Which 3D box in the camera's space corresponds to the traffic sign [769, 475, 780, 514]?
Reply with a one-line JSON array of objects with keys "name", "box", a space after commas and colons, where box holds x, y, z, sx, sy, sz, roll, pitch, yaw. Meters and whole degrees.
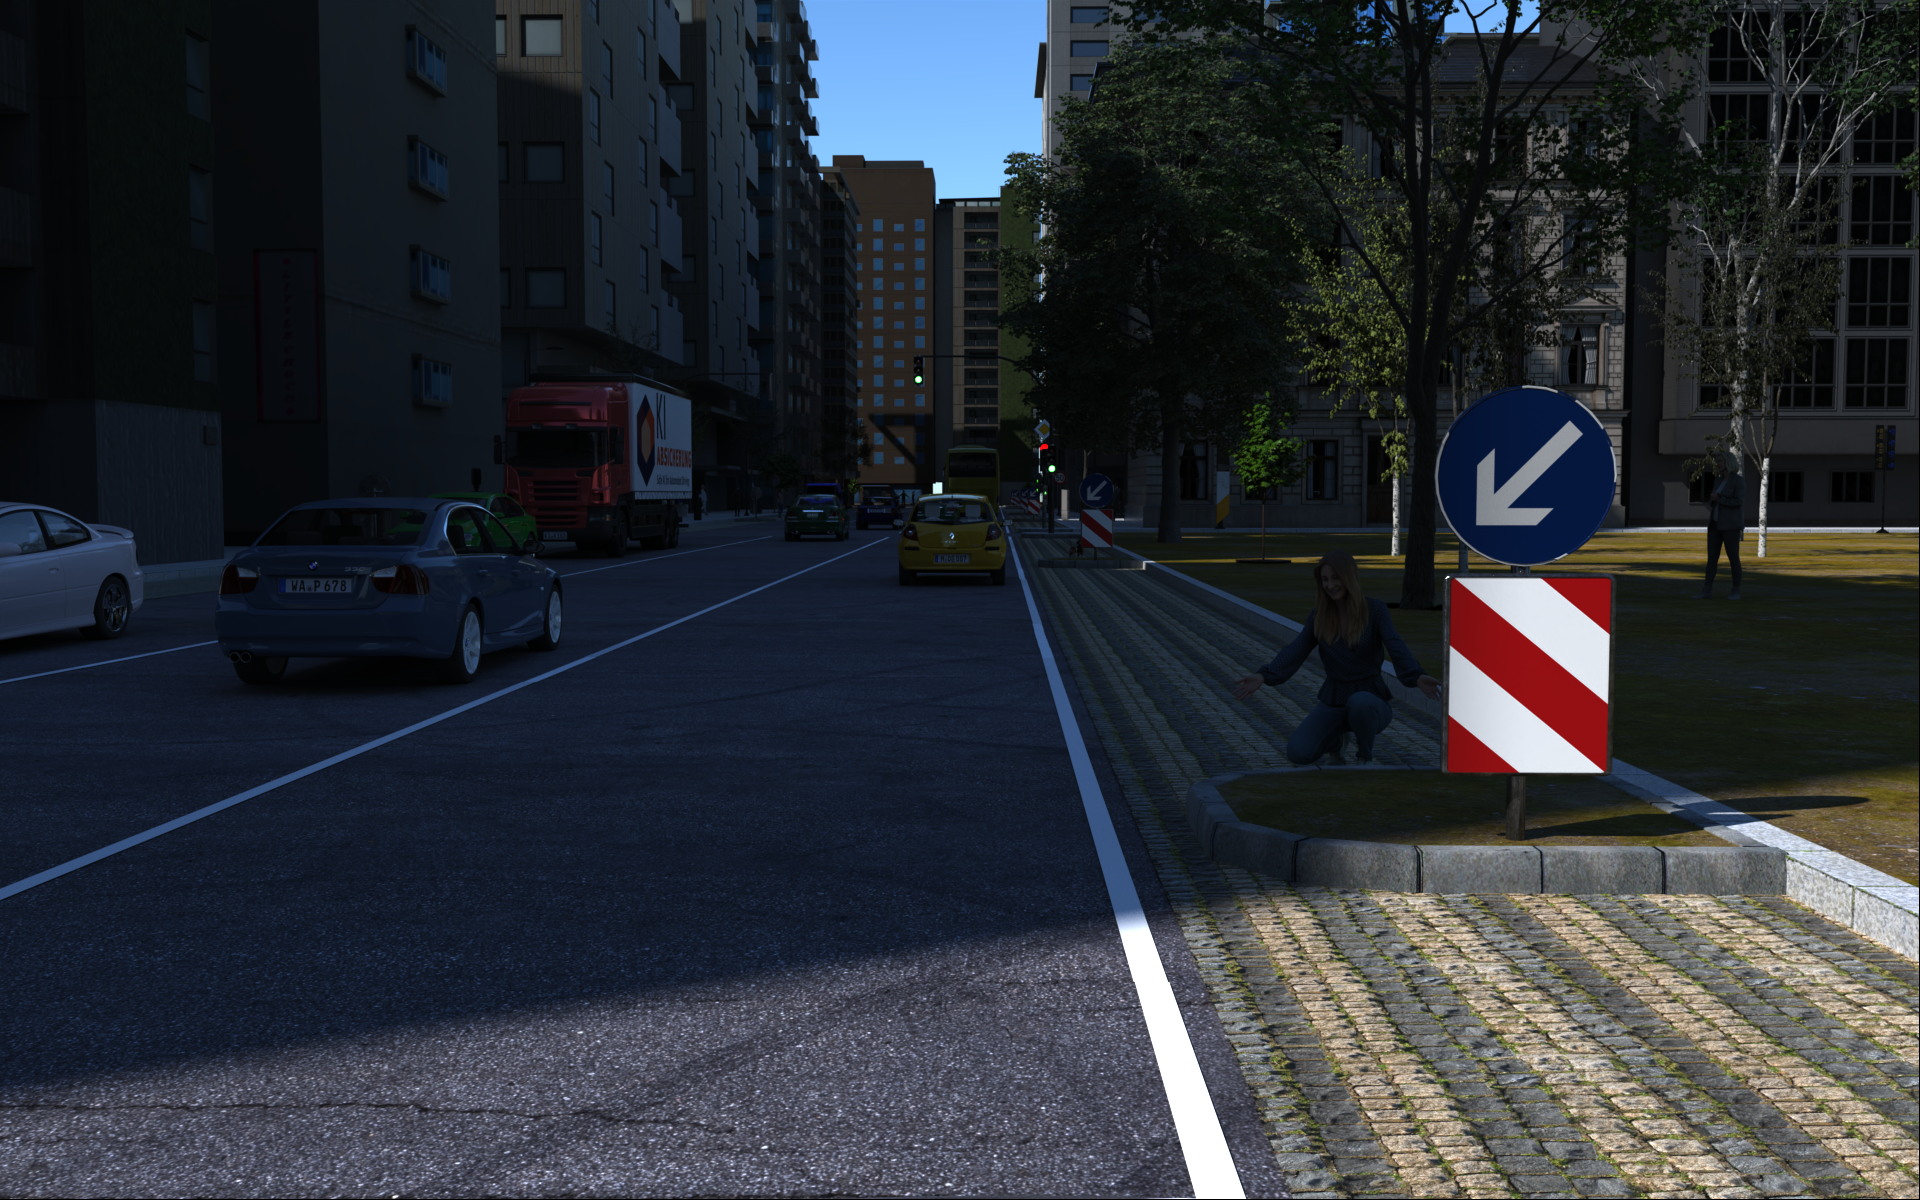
[{"name": "traffic sign", "box": [-12.137, -6.918, 113.214, 0.768, 2.556, 0.104, 0, 4, 4]}]

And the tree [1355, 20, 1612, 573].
[{"name": "tree", "box": [8.238, -4.716, 27.472, 4.360, 8.622, 3.978, 0, 3, 0]}]

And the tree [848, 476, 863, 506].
[{"name": "tree", "box": [-11.107, -11.607, 184.377, 1.663, 3.219, 1.824, 0, 3, 0]}]

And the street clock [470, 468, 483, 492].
[{"name": "street clock", "box": [-13.603, -2.702, 48.748, 0.358, 2.002, 0.471, -1, 4, -22]}]

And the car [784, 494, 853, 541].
[{"name": "car", "box": [-4.435, -2.583, 54.025, 2.131, 1.459, 4.920, 0, 4, -1]}]

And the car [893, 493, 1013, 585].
[{"name": "car", "box": [-0.118, -1.124, 28.605, 2.015, 1.641, 3.980, 0, 4, 0]}]

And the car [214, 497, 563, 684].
[{"name": "car", "box": [-4.558, -0.144, 14.354, 2.014, 1.417, 4.499, 0, 4, 0]}]

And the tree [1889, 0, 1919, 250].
[{"name": "tree", "box": [18.861, -7.307, 26.131, 9.857, 13.997, 8.962, 0, 3, 0]}]

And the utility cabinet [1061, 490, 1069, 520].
[{"name": "utility cabinet", "box": [5.231, -4.712, 85.717, 0.318, 1.500, 1.173, 1, 4, 9]}]

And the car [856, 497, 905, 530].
[{"name": "car", "box": [-3.246, -3.543, 70.502, 1.945, 1.354, 3.894, 0, 4, 2]}]

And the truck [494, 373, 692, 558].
[{"name": "truck", "box": [-8.713, -3.273, 42.420, 2.839, 4.237, 11.283, 0, 4, 1]}]

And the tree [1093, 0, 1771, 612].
[{"name": "tree", "box": [5.164, -5.696, 18.883, 9.928, 11.665, 9.643, 0, 3, 0]}]

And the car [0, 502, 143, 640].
[{"name": "car", "box": [-9.266, -0.207, 15.752, 2.083, 1.381, 4.827, 0, 4, 1]}]

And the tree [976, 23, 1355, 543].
[{"name": "tree", "box": [5.472, -8.502, 45.663, 9.857, 13.997, 8.962, 0, 3, 0]}]

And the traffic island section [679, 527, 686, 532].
[{"name": "traffic island section", "box": [-11.465, -2.620, 65.125, 2.009, 0.180, 2.903, 0, 4, 1]}]

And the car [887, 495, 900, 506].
[{"name": "car", "box": [-8.293, -12.157, 211.338, 1.945, 1.354, 3.894, 0, 4, 1]}]

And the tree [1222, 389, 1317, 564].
[{"name": "tree", "box": [5.650, -2.295, 32.126, 1.663, 3.219, 1.824, 0, 3, 0]}]

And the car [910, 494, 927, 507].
[{"name": "car", "box": [-0.948, -3.481, 68.720, 2.131, 1.459, 4.920, 0, 4, 1]}]

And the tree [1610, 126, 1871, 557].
[{"name": "tree", "box": [16.281, -5.192, 35.257, 4.360, 8.622, 3.978, 0, 3, 0]}]

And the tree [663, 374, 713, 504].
[{"name": "tree", "box": [-17.530, -9.583, 107.051, 4.737, 8.622, 4.395, 0, 3, 0]}]

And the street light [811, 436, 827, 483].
[{"name": "street light", "box": [-11.322, -10.149, 138.482, 1.470, 5.913, 1.316, 0, 4, 1]}]

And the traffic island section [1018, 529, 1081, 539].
[{"name": "traffic island section", "box": [3.007, -2.113, 56.834, 2.009, 0.180, 2.903, 0, 4, 1]}]

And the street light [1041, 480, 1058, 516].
[{"name": "street light", "box": [5.369, -7.994, 103.246, 1.470, 5.913, 1.316, 0, 4, 1]}]

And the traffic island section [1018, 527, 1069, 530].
[{"name": "traffic island section", "box": [3.173, -2.602, 64.817, 2.009, 0.180, 2.903, 0, 4, 1]}]

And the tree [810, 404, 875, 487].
[{"name": "tree", "box": [-11.943, -14.874, 177.608, 8.767, 10.594, 7.601, 3, 5, 41]}]

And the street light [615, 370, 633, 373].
[{"name": "street light", "box": [-12.969, -5.661, 65.100, 1.470, 5.913, 1.316, 0, 4, 1]}]

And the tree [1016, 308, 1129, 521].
[{"name": "tree", "box": [6.165, -9.042, 82.244, 7.601, 10.594, 8.767, 0, 4, 3]}]

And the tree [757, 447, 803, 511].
[{"name": "tree", "box": [-12.572, -8.431, 121.566, 4.285, 4.588, 4.351, 0, 3, 0]}]

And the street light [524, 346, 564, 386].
[{"name": "street light", "box": [-13.112, -5.013, 54.497, 1.470, 5.913, 1.316, 0, 4, 1]}]

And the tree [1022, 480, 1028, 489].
[{"name": "tree", "box": [8.652, -13.629, 217.432, 1.663, 3.219, 1.824, 0, 3, 0]}]

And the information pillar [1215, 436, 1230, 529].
[{"name": "information pillar", "box": [9.653, -4.424, 63.683, 0.504, 3.616, 0.183, -1, 4, -12]}]

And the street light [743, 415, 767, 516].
[{"name": "street light", "box": [-12.064, -7.925, 102.116, 1.470, 5.913, 1.316, 0, 4, 1]}]

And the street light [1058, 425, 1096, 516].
[{"name": "street light", "box": [4.665, -5.770, 66.888, 1.470, 5.913, 1.316, 0, 4, 1]}]

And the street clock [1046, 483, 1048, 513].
[{"name": "street clock", "box": [5.937, -6.847, 116.523, 0.471, 2.002, 0.358, 0, 4, -6]}]

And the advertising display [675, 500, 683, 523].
[{"name": "advertising display", "box": [-12.678, -4.461, 78.147, 0.123, 1.923, 0.974, 0, 4, 6]}]

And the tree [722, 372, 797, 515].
[{"name": "tree", "box": [-12.386, -9.484, 105.420, 4.360, 8.622, 3.978, 0, 3, 0]}]

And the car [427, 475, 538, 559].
[{"name": "car", "box": [-9.356, -1.459, 32.644, 1.959, 1.807, 4.718, 0, 4, 3]}]

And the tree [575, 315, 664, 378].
[{"name": "tree", "box": [-14.061, -7.374, 70.921, 4.360, 8.622, 3.978, 0, 3, 0]}]

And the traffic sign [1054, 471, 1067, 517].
[{"name": "traffic sign", "box": [5.477, -5.800, 94.930, 0.768, 2.556, 0.104, 1, 4, 10]}]

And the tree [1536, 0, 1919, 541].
[{"name": "tree", "box": [22.569, -11.655, 46.450, 12.611, 20.169, 13.585, 0, 3, 0]}]

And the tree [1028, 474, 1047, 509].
[{"name": "tree", "box": [7.320, -9.701, 153.216, 1.663, 3.219, 1.824, 0, 3, 0]}]

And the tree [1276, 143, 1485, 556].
[{"name": "tree", "box": [8.792, -5.213, 35.590, 4.737, 8.622, 4.395, 0, 3, 0]}]

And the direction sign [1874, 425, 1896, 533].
[{"name": "direction sign", "box": [30.382, -3.972, 56.938, 0.876, 3.537, 0.379, -1, 4, -22]}]
